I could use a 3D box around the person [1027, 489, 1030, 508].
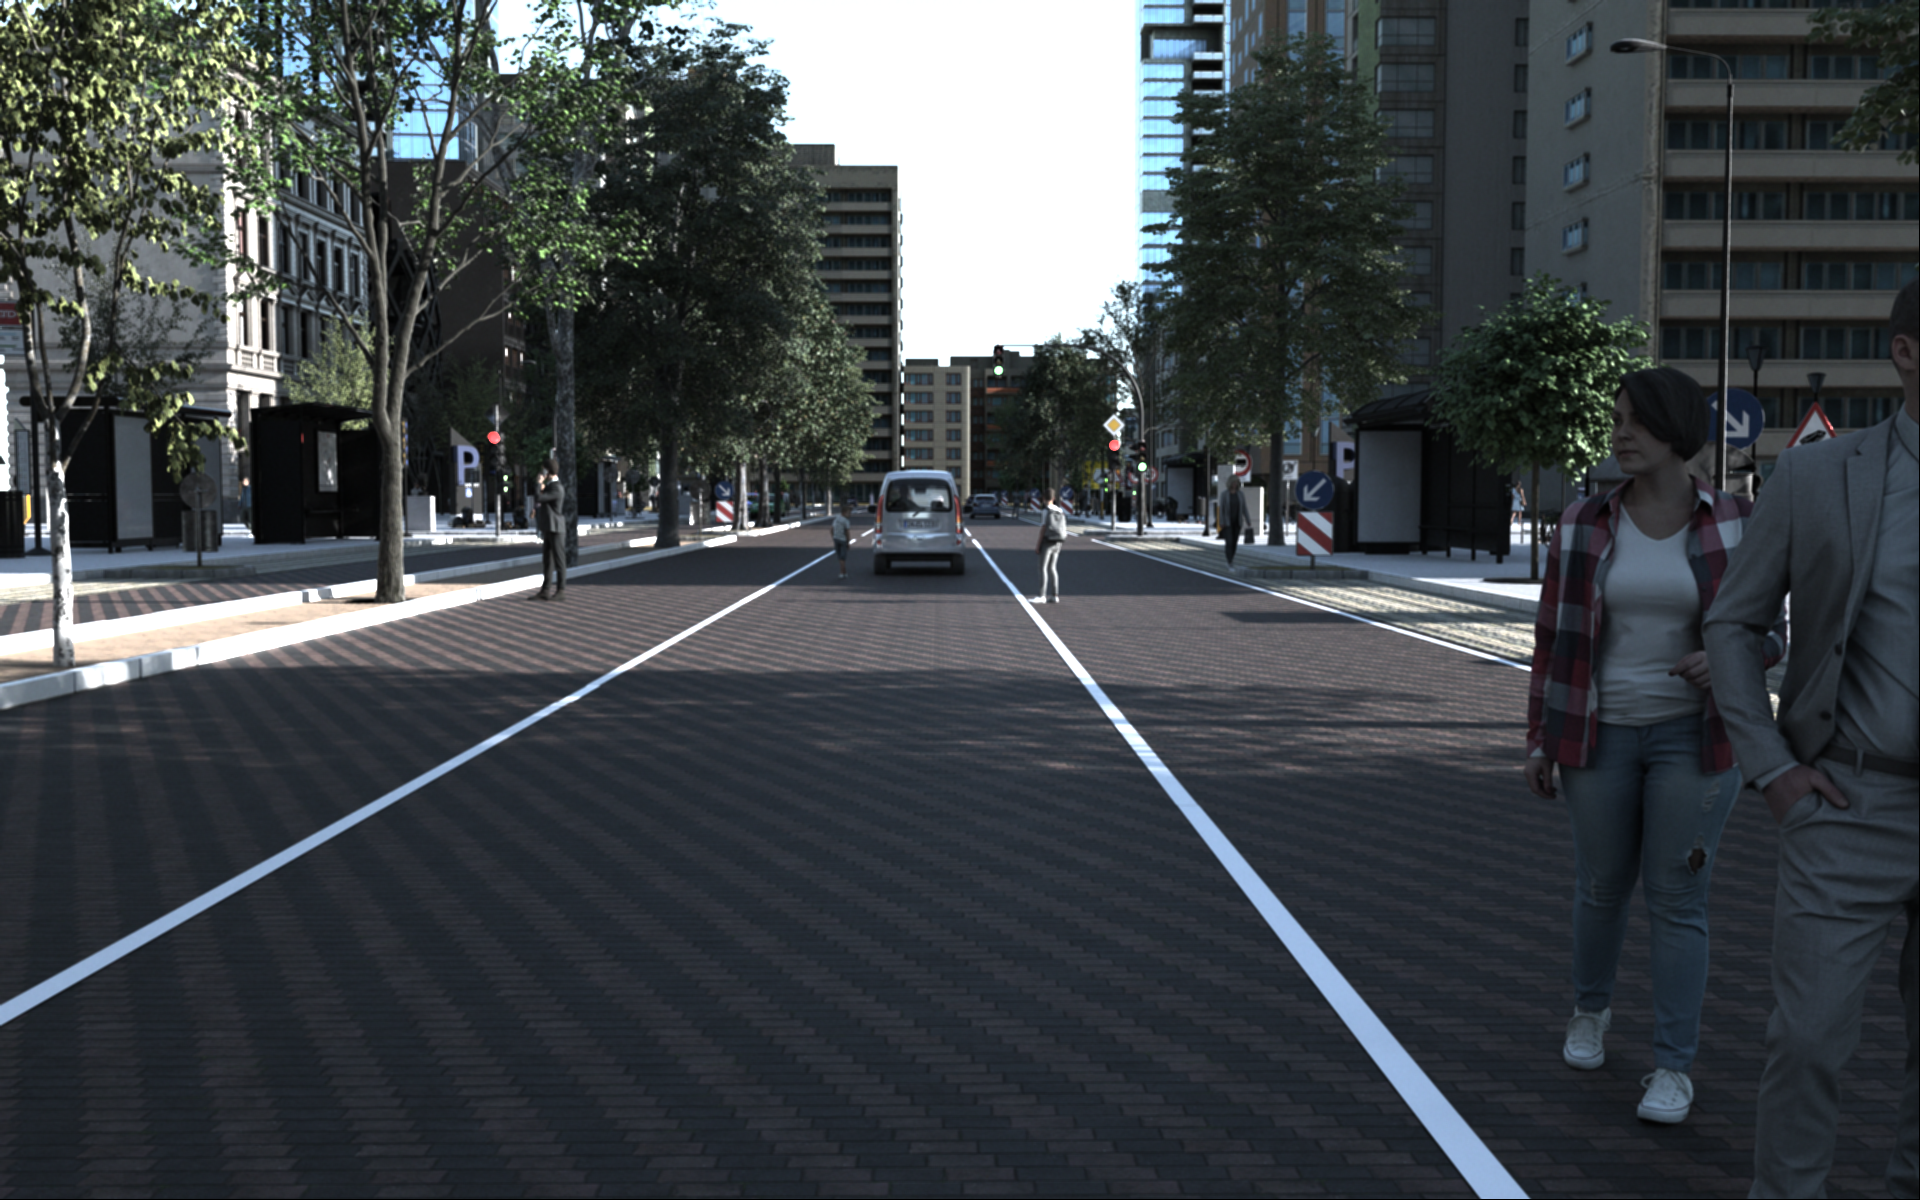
[{"bbox_3d":[6.383,-9.578,163.423,0.721,1.735,1.217,-1,4,-9],"label":"person"}]

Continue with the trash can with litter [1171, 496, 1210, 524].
[{"bbox_3d":[10.145,-3.938,75.442,2.233,1.210,1.678,-1,4,-17],"label":"trash can with litter"}]

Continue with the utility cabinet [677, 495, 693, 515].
[{"bbox_3d":[-16.670,-5.727,104.799,1.020,1.237,0.306,0,4,-4],"label":"utility cabinet"}]

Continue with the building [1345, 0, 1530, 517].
[{"bbox_3d":[30.202,-25.669,103.279,14.154,41.232,14.086,0,4,-1],"label":"building"}]

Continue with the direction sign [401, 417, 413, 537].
[{"bbox_3d":[-16.446,-3.631,51.362,0.379,3.537,0.876,-1,4,-9],"label":"direction sign"}]

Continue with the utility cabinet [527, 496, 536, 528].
[{"bbox_3d":[-16.046,-3.374,66.322,1.020,1.237,0.306,-3,5,-39],"label":"utility cabinet"}]

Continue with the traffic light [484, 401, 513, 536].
[{"bbox_3d":[-13.991,-3.884,52.424,0.839,4.253,0.868,0,4,-1],"label":"traffic light"}]

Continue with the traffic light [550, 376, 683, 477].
[{"bbox_3d":[-12.007,-5.248,60.471,4.771,5.953,1.251,0,4,-1],"label":"traffic light"}]

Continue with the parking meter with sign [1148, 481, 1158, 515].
[{"bbox_3d":[11.684,-6.678,105.443,0.543,3.016,1.738,0,4,-8],"label":"parking meter with sign"}]

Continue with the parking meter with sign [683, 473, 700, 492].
[{"bbox_3d":[-20.317,-8.135,129.261,1.738,3.016,0.543,1,4,10],"label":"parking meter with sign"}]

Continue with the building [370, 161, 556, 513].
[{"bbox_3d":[-36.769,-17.976,123.585,12.332,23.373,15.834,0,4,-1],"label":"building"}]

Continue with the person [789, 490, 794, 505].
[{"bbox_3d":[-19.056,-11.533,195.160,0.990,1.755,0.434,-3,5,-44],"label":"person"}]

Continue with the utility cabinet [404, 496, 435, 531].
[{"bbox_3d":[-18.618,-2.970,59.713,1.020,1.237,0.306,1,4,14],"label":"utility cabinet"}]

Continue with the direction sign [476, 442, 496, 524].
[{"bbox_3d":[-20.509,-5.083,75.105,0.876,3.537,0.379,-2,4,-33],"label":"direction sign"}]

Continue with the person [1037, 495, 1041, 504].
[{"bbox_3d":[9.570,-12.518,211.165,0.683,1.767,0.568,3,4,38],"label":"person"}]

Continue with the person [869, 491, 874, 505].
[{"bbox_3d":[-9.786,-11.161,191.650,0.621,1.740,0.551,2,4,29],"label":"person"}]

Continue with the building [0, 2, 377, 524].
[{"bbox_3d":[-36.331,-15.552,83.153,11.050,23.489,19.941,0,4,-1],"label":"building"}]

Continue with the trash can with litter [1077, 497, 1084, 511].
[{"bbox_3d":[9.506,-7.430,132.870,1.055,1.170,0.624,-3,5,-40],"label":"trash can with litter"}]

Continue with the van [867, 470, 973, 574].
[{"bbox_3d":[-0.745,-1.546,32.295,2.013,2.044,4.112,0,4,-1],"label":"van"}]

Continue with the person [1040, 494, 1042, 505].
[{"bbox_3d":[9.377,-11.852,199.831,1.348,1.824,0.705,1,4,11],"label":"person"}]

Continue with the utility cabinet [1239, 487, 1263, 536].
[{"bbox_3d":[8.672,-2.712,53.022,1.173,1.500,0.318,2,4,25],"label":"utility cabinet"}]

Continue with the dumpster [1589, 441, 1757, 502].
[{"bbox_3d":[8.117,-0.856,19.754,1.264,1.857,1.865,0,4,-1],"label":"dumpster"}]

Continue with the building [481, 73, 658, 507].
[{"bbox_3d":[-38.214,-29.817,171.097,14.154,41.232,14.086,0,4,-1],"label":"building"}]

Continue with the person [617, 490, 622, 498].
[{"bbox_3d":[-30.089,-8.861,152.387,0.593,1.643,0.415,-1,4,-23],"label":"person"}]

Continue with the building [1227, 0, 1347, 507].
[{"bbox_3d":[27.482,-29.059,125.222,14.600,45.320,14.200,0,4,-1],"label":"building"}]

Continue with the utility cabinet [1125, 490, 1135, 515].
[{"bbox_3d":[10.344,-5.914,105.377,0.318,1.500,1.173,-1,4,-15],"label":"utility cabinet"}]

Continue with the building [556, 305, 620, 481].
[{"bbox_3d":[-45.997,-18.636,149.745,27.650,21.520,28.899,0,4,-1],"label":"building"}]

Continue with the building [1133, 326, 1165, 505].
[{"bbox_3d":[33.887,-20.741,184.148,27.650,21.520,28.899,0,4,-1],"label":"building"}]

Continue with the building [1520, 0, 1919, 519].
[{"bbox_3d":[39.847,-28.214,85.005,21.600,48.544,21.300,0,4,-1],"label":"building"}]

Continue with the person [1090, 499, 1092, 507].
[{"bbox_3d":[13.269,-10.476,177.328,1.348,1.824,0.705,1,4,20],"label":"person"}]

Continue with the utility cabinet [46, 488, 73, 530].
[{"bbox_3d":[-31.626,-3.213,61.210,1.173,1.500,0.318,-2,4,-32],"label":"utility cabinet"}]

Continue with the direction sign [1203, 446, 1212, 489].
[{"bbox_3d":[11.712,-5.458,81.233,0.876,3.537,0.379,-3,4,-38],"label":"direction sign"}]

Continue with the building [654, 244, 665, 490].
[{"bbox_3d":[-39.465,-25.581,189.946,14.107,30.474,14.160,0,4,-1],"label":"building"}]

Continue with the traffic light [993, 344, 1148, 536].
[{"bbox_3d":[3.378,-4.762,52.529,4.771,5.953,1.251,0,4,-1],"label":"traffic light"}]

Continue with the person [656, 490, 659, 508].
[{"bbox_3d":[-28.297,-9.468,162.317,0.415,1.643,0.593,0,4,-6],"label":"person"}]

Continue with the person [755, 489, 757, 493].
[{"bbox_3d":[-23.977,-12.082,203.526,0.705,1.831,1.348,0,4,3],"label":"person"}]

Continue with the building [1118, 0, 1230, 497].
[{"bbox_3d":[36.603,-56.922,243.352,31.000,86.520,22.319,0,4,-1],"label":"building"}]

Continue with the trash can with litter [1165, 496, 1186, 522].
[{"bbox_3d":[10.147,-4.273,81.248,1.055,1.170,0.624,3,4,39],"label":"trash can with litter"}]

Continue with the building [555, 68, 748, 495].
[{"bbox_3d":[-43.787,-42.854,242.656,28.212,58.520,21.231,0,4,-1],"label":"building"}]

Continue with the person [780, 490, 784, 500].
[{"bbox_3d":[-17.805,-10.107,172.758,0.593,1.643,0.415,-3,5,-41],"label":"person"}]

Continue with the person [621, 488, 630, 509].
[{"bbox_3d":[-27.931,-8.493,144.920,0.705,1.823,1.348,-3,5,-43],"label":"person"}]

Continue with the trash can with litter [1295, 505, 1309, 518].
[{"bbox_3d":[9.791,-2.229,47.827,1.055,1.170,0.624,2,4,26],"label":"trash can with litter"}]

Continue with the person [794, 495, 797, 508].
[{"bbox_3d":[-15.559,-9.577,165.185,0.705,1.812,1.348,1,4,21],"label":"person"}]

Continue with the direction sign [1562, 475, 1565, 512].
[{"bbox_3d":[18.251,-3.693,52.372,0.379,3.537,0.876,1,4,15],"label":"direction sign"}]

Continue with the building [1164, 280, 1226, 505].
[{"bbox_3d":[34.213,-18.950,154.880,27.650,21.520,28.899,0,4,-1],"label":"building"}]

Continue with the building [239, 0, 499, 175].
[{"bbox_3d":[-61.959,-53.268,183.599,31.000,86.520,22.319,0,4,-1],"label":"building"}]

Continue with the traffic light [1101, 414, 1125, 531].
[{"bbox_3d":[5.362,-4.389,60.683,0.839,4.253,0.868,0,4,-1],"label":"traffic light"}]

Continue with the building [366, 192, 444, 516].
[{"bbox_3d":[-39.513,-14.321,101.599,16.820,18.784,16.811,0,4,-1],"label":"building"}]

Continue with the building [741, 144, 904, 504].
[{"bbox_3d":[-18.870,-37.836,242.327,21.600,48.544,21.300,0,4,-1],"label":"building"}]

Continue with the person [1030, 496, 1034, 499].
[{"bbox_3d":[8.702,-12.053,206.338,0.991,1.433,0.599,-1,4,-8],"label":"person"}]

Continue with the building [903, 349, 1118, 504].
[{"bbox_3d":[6.623,-24.613,247.465,28.899,21.520,27.650,0,4,-1],"label":"building"}]
